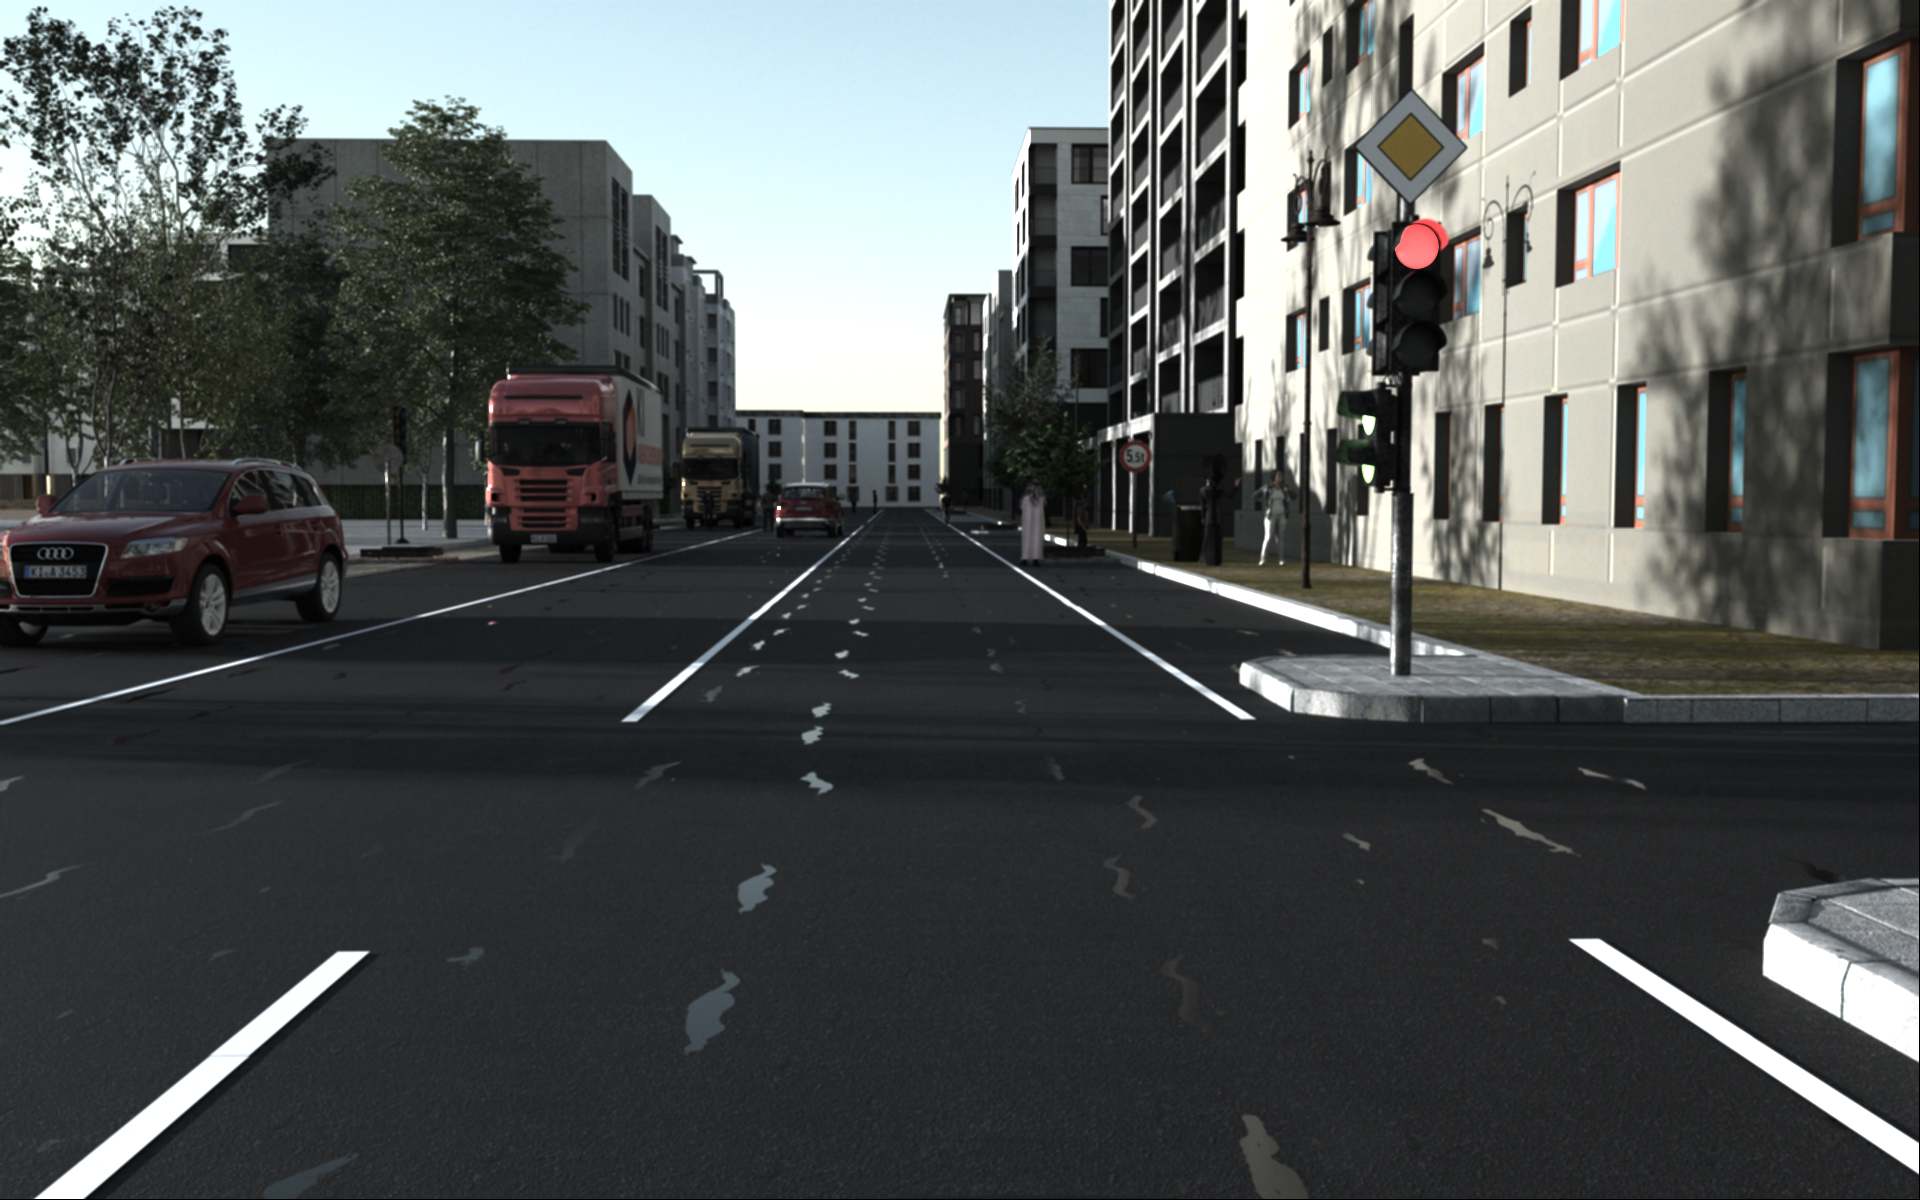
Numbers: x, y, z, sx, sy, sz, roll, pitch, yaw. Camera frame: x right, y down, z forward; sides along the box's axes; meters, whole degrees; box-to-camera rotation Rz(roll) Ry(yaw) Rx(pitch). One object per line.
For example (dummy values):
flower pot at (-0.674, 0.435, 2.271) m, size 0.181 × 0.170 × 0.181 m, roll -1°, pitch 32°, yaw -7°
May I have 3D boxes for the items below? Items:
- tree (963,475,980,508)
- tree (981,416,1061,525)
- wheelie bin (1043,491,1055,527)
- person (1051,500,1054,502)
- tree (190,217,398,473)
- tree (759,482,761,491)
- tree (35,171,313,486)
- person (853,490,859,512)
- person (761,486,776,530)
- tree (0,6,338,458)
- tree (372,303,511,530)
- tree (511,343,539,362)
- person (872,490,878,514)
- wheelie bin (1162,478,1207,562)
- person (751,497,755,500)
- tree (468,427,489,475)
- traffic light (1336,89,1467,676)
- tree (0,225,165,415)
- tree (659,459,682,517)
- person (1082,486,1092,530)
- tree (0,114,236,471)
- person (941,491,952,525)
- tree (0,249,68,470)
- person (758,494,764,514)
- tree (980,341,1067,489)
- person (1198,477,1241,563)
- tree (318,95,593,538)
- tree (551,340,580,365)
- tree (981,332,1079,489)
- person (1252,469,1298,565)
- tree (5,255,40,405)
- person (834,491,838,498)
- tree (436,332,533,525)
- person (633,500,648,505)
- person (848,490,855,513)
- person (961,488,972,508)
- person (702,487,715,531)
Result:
tree at (1.353, -10.351, 163.842) m, size 1.663 × 3.219 × 1.824 m, roll 0°, pitch 3°, yaw 0°
tree at (3.277, -5.380, 71.682) m, size 4.285 × 4.588 × 4.351 m, roll 0°, pitch 3°, yaw 0°
wheelie bin at (3.161, -3.588, 66.578) m, size 0.980 × 1.594 × 0.693 m, roll 1°, pitch 4°, yaw 14°
person at (4.225, -4.638, 83.827) m, size 0.435 × 1.587 × 0.963 m, roll 1°, pitch 4°, yaw 20°
tree at (-30.488, -10.557, 79.265) m, size 9.857 × 13.997 × 8.962 m, roll 0°, pitch 3°, yaw 0°
tree at (-17.721, -9.261, 146.021) m, size 1.663 × 3.219 × 1.824 m, roll 0°, pitch 3°, yaw 0°
tree at (-17.858, -5.511, 40.465) m, size 4.737 × 8.622 × 4.395 m, roll 0°, pitch 3°, yaw 0°
person at (-8.372, -7.900, 138.454) m, size 0.721 × 1.735 × 1.217 m, roll -2°, pitch 4°, yaw -30°
person at (-7.752, -3.741, 70.194) m, size 0.617 × 1.759 × 0.750 m, roll 0°, pitch 4°, yaw -3°
tree at (-29.272, -12.827, 65.604) m, size 12.611 × 20.169 × 13.585 m, roll 0°, pitch 3°, yaw 0°
tree at (-19.306, -6.856, 62.466) m, size 4.737 × 8.622 × 4.395 m, roll 0°, pitch 3°, yaw 0°
tree at (-20.414, -7.822, 78.252) m, size 4.737 × 8.622 × 4.395 m, roll 0°, pitch 3°, yaw 0°
person at (-5.962, -6.957, 123.064) m, size 0.721 × 1.723 × 1.217 m, roll -1°, pitch 4°, yaw -8°
wheelie bin at (4.342, -1.537, 33.037) m, size 0.980 × 1.594 × 0.693 m, roll 0°, pitch 4°, yaw -2°
person at (-18.297, -8.929, 152.756) m, size 1.217 × 1.735 × 0.721 m, roll 3°, pitch 5°, yaw 40°
tree at (-14.815, -4.579, 58.581) m, size 4.285 × 4.588 × 4.351 m, roll 0°, pitch 3°, yaw 0°
traffic light at (3.109, -1.424, 12.197) m, size 0.839 × 4.253 × 0.868 m, roll 0°, pitch 4°, yaw -2°
tree at (-25.441, -6.083, 49.813) m, size 4.737 × 8.622 × 4.395 m, roll 0°, pitch 3°, yaw 0°
tree at (-16.465, -6.204, 96.039) m, size 1.663 × 3.219 × 1.824 m, roll 0°, pitch 3°, yaw 0°
person at (4.551, -3.392, 62.418) m, size 0.541 × 1.710 × 0.530 m, roll -2°, pitch 4°, yaw -31°
tree at (-17.252, -5.202, 35.412) m, size 4.360 × 8.622 × 3.978 m, roll 0°, pitch 3°, yaw 0°
person at (-0.576, -4.306, 81.112) m, size 0.569 × 1.553 × 0.471 m, roll 2°, pitch 4°, yaw 28°
tree at (-41.185, -9.426, 72.241) m, size 7.486 × 12.596 × 7.792 m, roll 0°, pitch 3°, yaw 0°
person at (-14.256, -6.931, 125.051) m, size 0.697 × 1.427 × 0.421 m, roll -1°, pitch 4°, yaw -22°
tree at (3.061, -8.094, 82.696) m, size 4.737 × 8.622 × 4.395 m, roll 0°, pitch 3°, yaw 0°
person at (4.808, -1.542, 32.058) m, size 0.742 × 1.727 × 0.445 m, roll 0°, pitch 4°, yaw -2°
tree at (-14.407, -8.068, 50.032) m, size 7.486 × 12.596 × 7.792 m, roll 0°, pitch 3°, yaw 0°
tree at (-19.916, -8.152, 83.652) m, size 4.360 × 8.622 × 3.978 m, roll 0°, pitch 3°, yaw 0°
tree at (3.148, -7.791, 77.750) m, size 4.360 × 8.622 × 3.978 m, roll 0°, pitch 3°, yaw 0°
person at (5.715, -1.504, 31.351) m, size 0.841 × 1.734 × 0.376 m, roll 0°, pitch 4°, yaw 0°
tree at (-20.785, -5.768, 44.670) m, size 4.737 × 8.622 × 4.395 m, roll 0°, pitch 3°, yaw 0°
person at (-11.705, -9.222, 159.813) m, size 0.617 × 1.759 × 0.750 m, roll 2°, pitch 4°, yaw 31°
tree at (-19.501, -7.397, 71.298) m, size 4.360 × 8.622 × 3.978 m, roll 0°, pitch 3°, yaw 0°
person at (-16.564, -5.050, 88.618) m, size 0.705 × 1.823 × 1.348 m, roll 3°, pitch 5°, yaw 43°
person at (-8.497, -7.680, 134.604) m, size 0.750 × 1.759 × 0.617 m, roll 1°, pitch 4°, yaw 16°
person at (0.521, -9.062, 154.202) m, size 1.348 × 1.824 × 0.705 m, roll -3°, pitch 5°, yaw -43°
person at (-9.714, -3.511, 66.829) m, size 0.541 × 1.710 × 0.530 m, roll -1°, pitch 4°, yaw -23°
